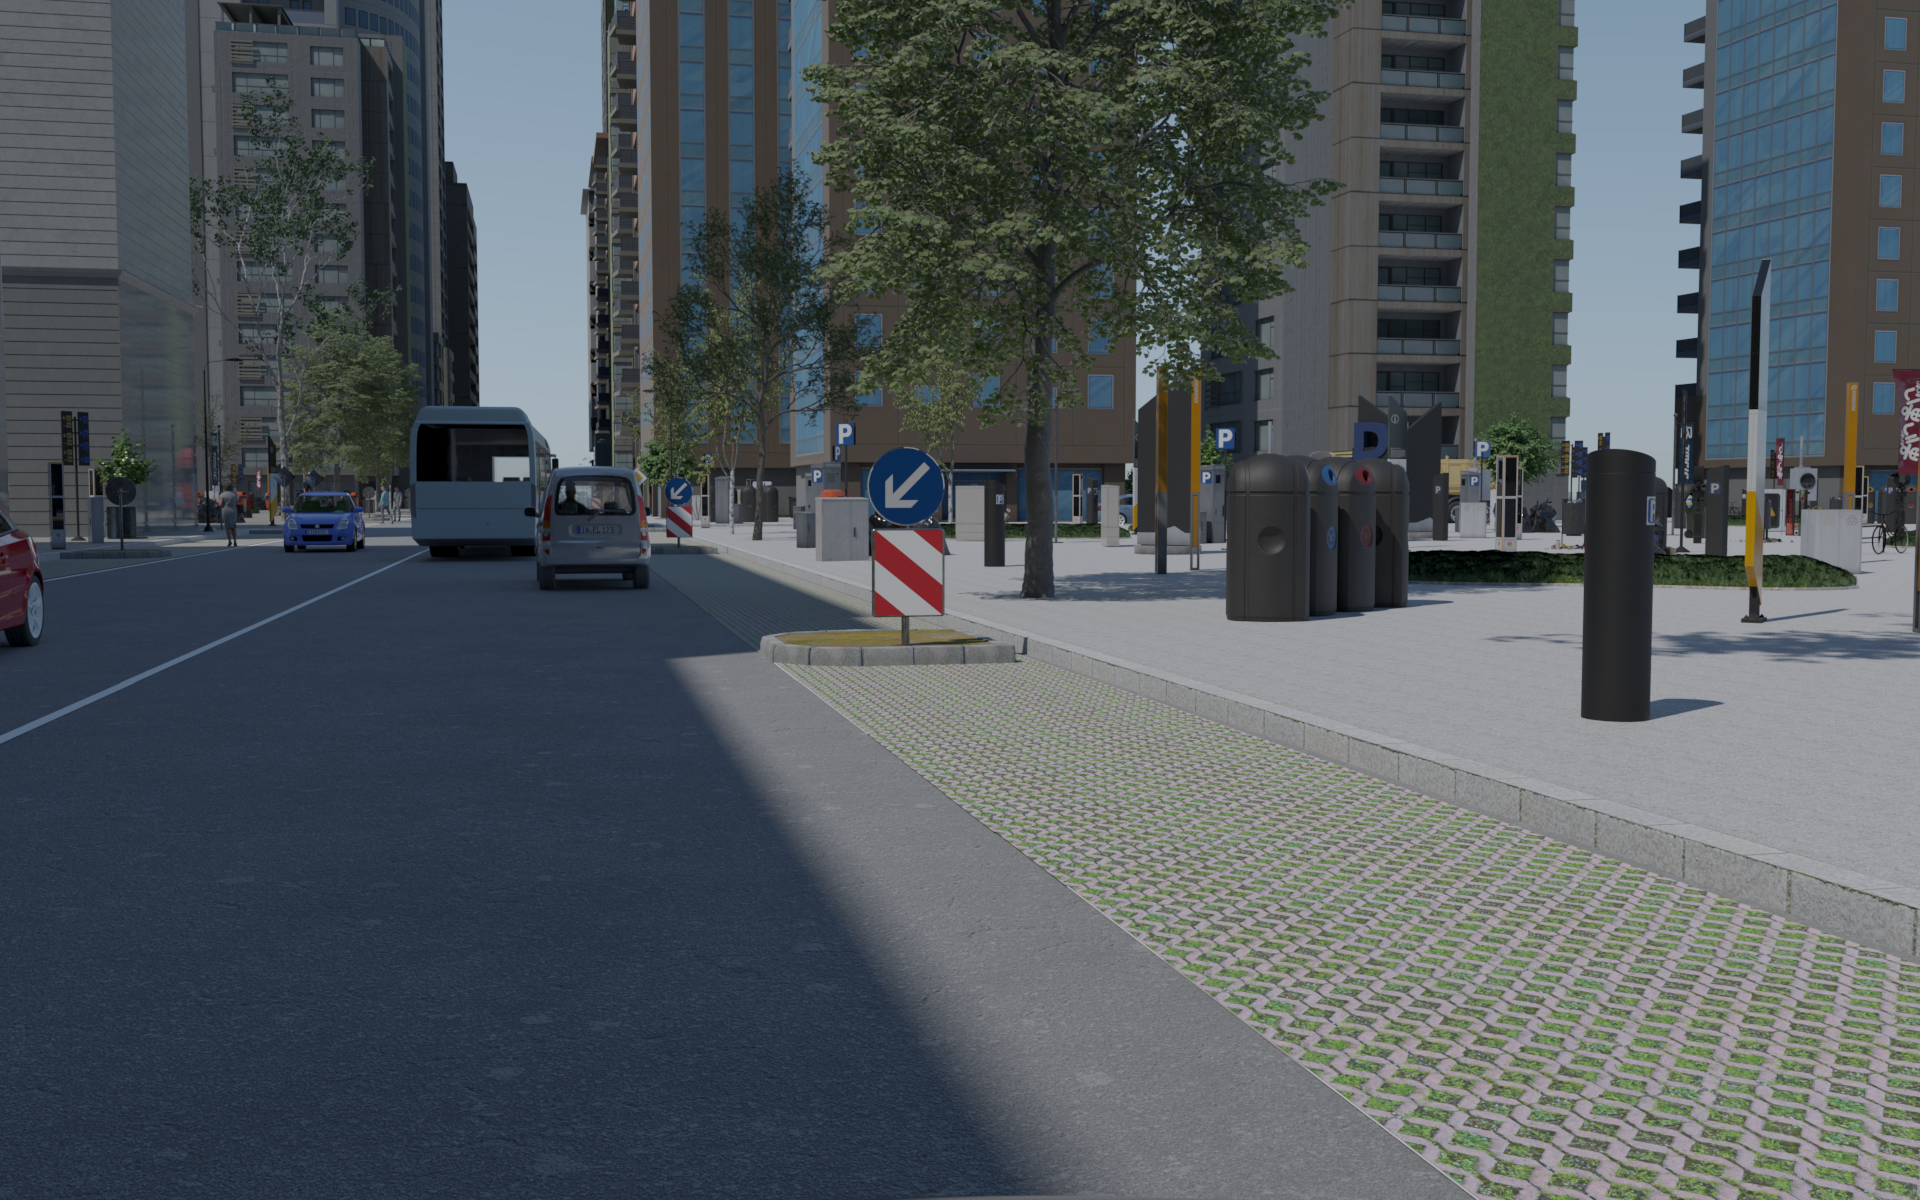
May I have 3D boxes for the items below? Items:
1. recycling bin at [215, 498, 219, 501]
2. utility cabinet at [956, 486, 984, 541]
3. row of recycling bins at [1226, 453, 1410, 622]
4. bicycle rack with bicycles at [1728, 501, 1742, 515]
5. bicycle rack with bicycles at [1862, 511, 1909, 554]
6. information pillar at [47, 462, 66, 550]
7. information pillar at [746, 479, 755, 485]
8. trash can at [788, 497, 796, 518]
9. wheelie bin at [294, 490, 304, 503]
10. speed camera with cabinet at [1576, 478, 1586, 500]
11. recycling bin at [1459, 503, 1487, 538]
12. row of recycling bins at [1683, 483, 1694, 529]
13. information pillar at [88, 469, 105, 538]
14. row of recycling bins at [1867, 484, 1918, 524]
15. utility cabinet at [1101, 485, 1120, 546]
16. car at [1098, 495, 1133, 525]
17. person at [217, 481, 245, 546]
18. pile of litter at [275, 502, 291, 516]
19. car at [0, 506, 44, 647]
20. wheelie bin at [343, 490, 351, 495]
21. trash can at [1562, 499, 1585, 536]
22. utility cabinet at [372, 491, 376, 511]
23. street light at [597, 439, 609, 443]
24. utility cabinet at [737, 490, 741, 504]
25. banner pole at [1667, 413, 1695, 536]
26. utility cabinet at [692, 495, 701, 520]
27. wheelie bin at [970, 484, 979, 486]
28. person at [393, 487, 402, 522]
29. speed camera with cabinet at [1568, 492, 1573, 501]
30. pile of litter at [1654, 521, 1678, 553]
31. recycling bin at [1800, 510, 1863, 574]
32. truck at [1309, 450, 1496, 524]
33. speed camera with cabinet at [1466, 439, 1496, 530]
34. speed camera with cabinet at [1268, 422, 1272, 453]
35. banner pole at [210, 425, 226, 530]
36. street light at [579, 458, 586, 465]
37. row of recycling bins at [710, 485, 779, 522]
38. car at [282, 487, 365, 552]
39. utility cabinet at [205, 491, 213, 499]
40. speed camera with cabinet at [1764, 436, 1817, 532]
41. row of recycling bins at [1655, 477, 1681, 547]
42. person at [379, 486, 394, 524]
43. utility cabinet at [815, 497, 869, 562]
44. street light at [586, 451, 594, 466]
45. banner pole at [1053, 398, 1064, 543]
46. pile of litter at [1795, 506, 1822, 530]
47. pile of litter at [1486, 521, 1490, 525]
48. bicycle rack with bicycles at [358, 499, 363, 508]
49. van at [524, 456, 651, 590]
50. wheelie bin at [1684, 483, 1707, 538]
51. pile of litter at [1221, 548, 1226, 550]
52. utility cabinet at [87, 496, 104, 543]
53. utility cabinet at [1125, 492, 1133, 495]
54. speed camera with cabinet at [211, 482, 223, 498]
[{"bbox_3d":[-53.111,-6.841,124.404,0.722,1.027,0.722,-1,4,-12],"label":"recycling bin"},{"bbox_3d":[0.485,-2.345,47.028,1.173,1.500,0.318,1,4,8],"label":"utility cabinet"},{"bbox_3d":[3.883,-0.713,18.769,1.069,1.692,3.534,3,4,36],"label":"row of recycling bins"},{"bbox_3d":[39.777,-4.497,86.910,2.852,0.926,2.925,-1,4,-17],"label":"bicycle rack with bicycles"},{"bbox_3d":[20.437,-1.422,36.633,2.852,0.926,2.925,3,5,45],"label":"bicycle rack with bicycles"},{"bbox_3d":[-20.920,-2.179,40.117,0.304,2.012,0.304,-2,4,-34],"label":"information pillar"},{"bbox_3d":[-10.377,-4.981,85.936,0.304,2.012,0.304,3,5,44],"label":"information pillar"},{"bbox_3d":[-8.790,-4.925,92.173,0.748,1.137,0.748,0,3,0],"label":"trash can"},{"bbox_3d":[-48.562,-7.316,127.522,0.980,1.594,0.693,0,4,8],"label":"wheelie bin"},{"bbox_3d":[40.668,-7.247,112.824,0.660,3.252,2.038,2,4,31],"label":"speed camera with cabinet"},{"bbox_3d":[14.977,-2.327,50.597,0.722,1.027,0.722,1,4,12],"label":"recycling bin"},{"bbox_3d":[27.697,-3.563,65.361,1.069,1.692,3.534,3,4,36],"label":"row of recycling bins"},{"bbox_3d":[-25.332,-2.835,50.839,0.304,2.012,0.304,3,4,38],"label":"information pillar"},{"bbox_3d":[40.213,-4.101,74.169,3.534,1.692,1.069,2,4,23],"label":"row of recycling bins"},{"bbox_3d":[3.684,-2.061,42.381,0.318,1.500,1.173,0,4,-3],"label":"utility cabinet"},{"bbox_3d":[7.812,-3.826,74.552,4.499,1.417,2.014,-1,4,-12],"label":"car"},{"bbox_3d":[-19.878,-2.347,47.230,0.532,1.782,0.716,3,5,43],"label":"person"},{"bbox_3d":[-39.628,-5.373,101.820,1.719,0.858,1.176,2,4,31],"label":"pile of litter"},{"bbox_3d":[-9.221,-0.348,14.725,2.155,1.783,4.494,-1,4,-15],"label":"car"},{"bbox_3d":[-50.346,-8.221,142.325,0.693,1.594,0.980,2,4,32],"label":"wheelie bin"},{"bbox_3d":[18.791,-2.528,52.989,0.748,1.137,0.748,0,3,0],"label":"trash can"},{"bbox_3d":[-44.578,-7.519,131.612,1.173,1.500,0.318,2,4,23],"label":"utility cabinet"},{"bbox_3d":[-31.208,-11.009,152.539,1.470,5.913,1.316,-1,4,-13],"label":"street light"},{"bbox_3d":[-11.499,-5.073,91.626,1.173,1.500,0.318,0,4,7],"label":"utility cabinet"},{"bbox_3d":[22.256,-3.881,53.471,0.401,3.779,0.863,-2,4,-35],"label":"banner pole"},{"bbox_3d":[-12.623,-4.476,84.350,1.020,1.237,0.306,3,5,40],"label":"utility cabinet"},{"bbox_3d":[0.435,-2.853,54.555,0.693,1.594,0.980,-1,4,-22],"label":"wheelie bin"},{"bbox_3d":[-29.399,-5.007,90.470,0.635,1.810,0.391,1,4,21],"label":"person"},{"bbox_3d":[43.014,-7.958,124.447,0.660,3.252,2.038,-2,4,-33],"label":"speed camera with cabinet"},{"bbox_3d":[13.165,-1.123,32.321,1.176,0.858,1.719,2,4,28],"label":"pile of litter"},{"bbox_3d":[14.082,-0.945,28.005,0.722,1.027,0.722,0,4,7],"label":"recycling bin"},{"bbox_3d":[19.621,-5.005,77.762,9.791,3.379,3.469,-1,4,-11],"label":"truck"},{"bbox_3d":[18.963,-4.106,61.465,0.660,3.252,2.038,-3,4,-36],"label":"speed camera with cabinet"},{"bbox_3d":[9.158,-3.232,47.180,2.038,3.252,0.660,2,4,27],"label":"speed camera with cabinet"},{"bbox_3d":[-26.697,-4.418,62.251,0.401,3.779,0.863,0,4,3],"label":"banner pole"},{"bbox_3d":[-49.756,-15.837,231.482,1.470,5.913,1.316,-1,4,-13],"label":"street light"},{"bbox_3d":[-10.033,-4.389,78.869,3.534,1.692,1.069,0,4,-6],"label":"row of recycling bins"},{"bbox_3d":[-16.105,-2.100,43.919,1.945,1.707,3.694,-1,4,-14],"label":"car"},{"bbox_3d":[-56.149,-7.432,130.185,1.173,1.500,0.318,1,4,19],"label":"utility cabinet"},{"bbox_3d":[28.026,-3.951,58.935,2.038,3.252,0.660,0,4,-2],"label":"speed camera with cabinet"},{"bbox_3d":[14.391,-1.818,36.833,1.069,1.692,3.534,1,4,14],"label":"row of recycling bins"},{"bbox_3d":[-27.461,-4.553,82.799,0.748,1.841,0.638,2,4,30],"label":"person"},{"bbox_3d":[-2.254,-1.350,33.226,1.020,1.237,0.306,-2,4,-32],"label":"utility cabinet"},{"bbox_3d":[-39.283,-13.123,187.100,1.470,5.913,1.316,-1,4,-13],"label":"street light"},{"bbox_3d":[2.288,-3.383,45.323,0.863,3.779,0.401,0,4,7],"label":"banner pole"},{"bbox_3d":[30.153,-2.907,61.488,1.719,0.858,1.176,0,4,-6],"label":"pile of litter"},{"bbox_3d":[22.329,-3.474,70.771,1.719,0.858,1.176,3,4,39],"label":"pile of litter"},{"bbox_3d":[-46.635,-7.424,134.765,2.925,0.926,2.852,-2,4,-30],"label":"bicycle rack with bicycles"},{"bbox_3d":[-5.864,-1.249,27.430,2.013,2.044,4.112,-1,4,-14],"label":"van"},{"bbox_3d":[21.475,-2.589,50.243,0.980,1.594,0.693,-3,5,-40],"label":"wheelie bin"},{"bbox_3d":[6.864,-1.563,39.512,1.719,0.858,1.176,2,4,24],"label":"pile of litter"},{"bbox_3d":[-22.720,-2.100,45.497,0.306,1.237,1.020,-2,4,-32],"label":"utility cabinet"},{"bbox_3d":[12.788,-7.345,128.763,1.173,1.500,0.318,2,4,26],"label":"utility cabinet"},{"bbox_3d":[-55.235,-8.222,128.759,0.660,3.252,2.038,-1,4,-14],"label":"speed camera with cabinet"}]
